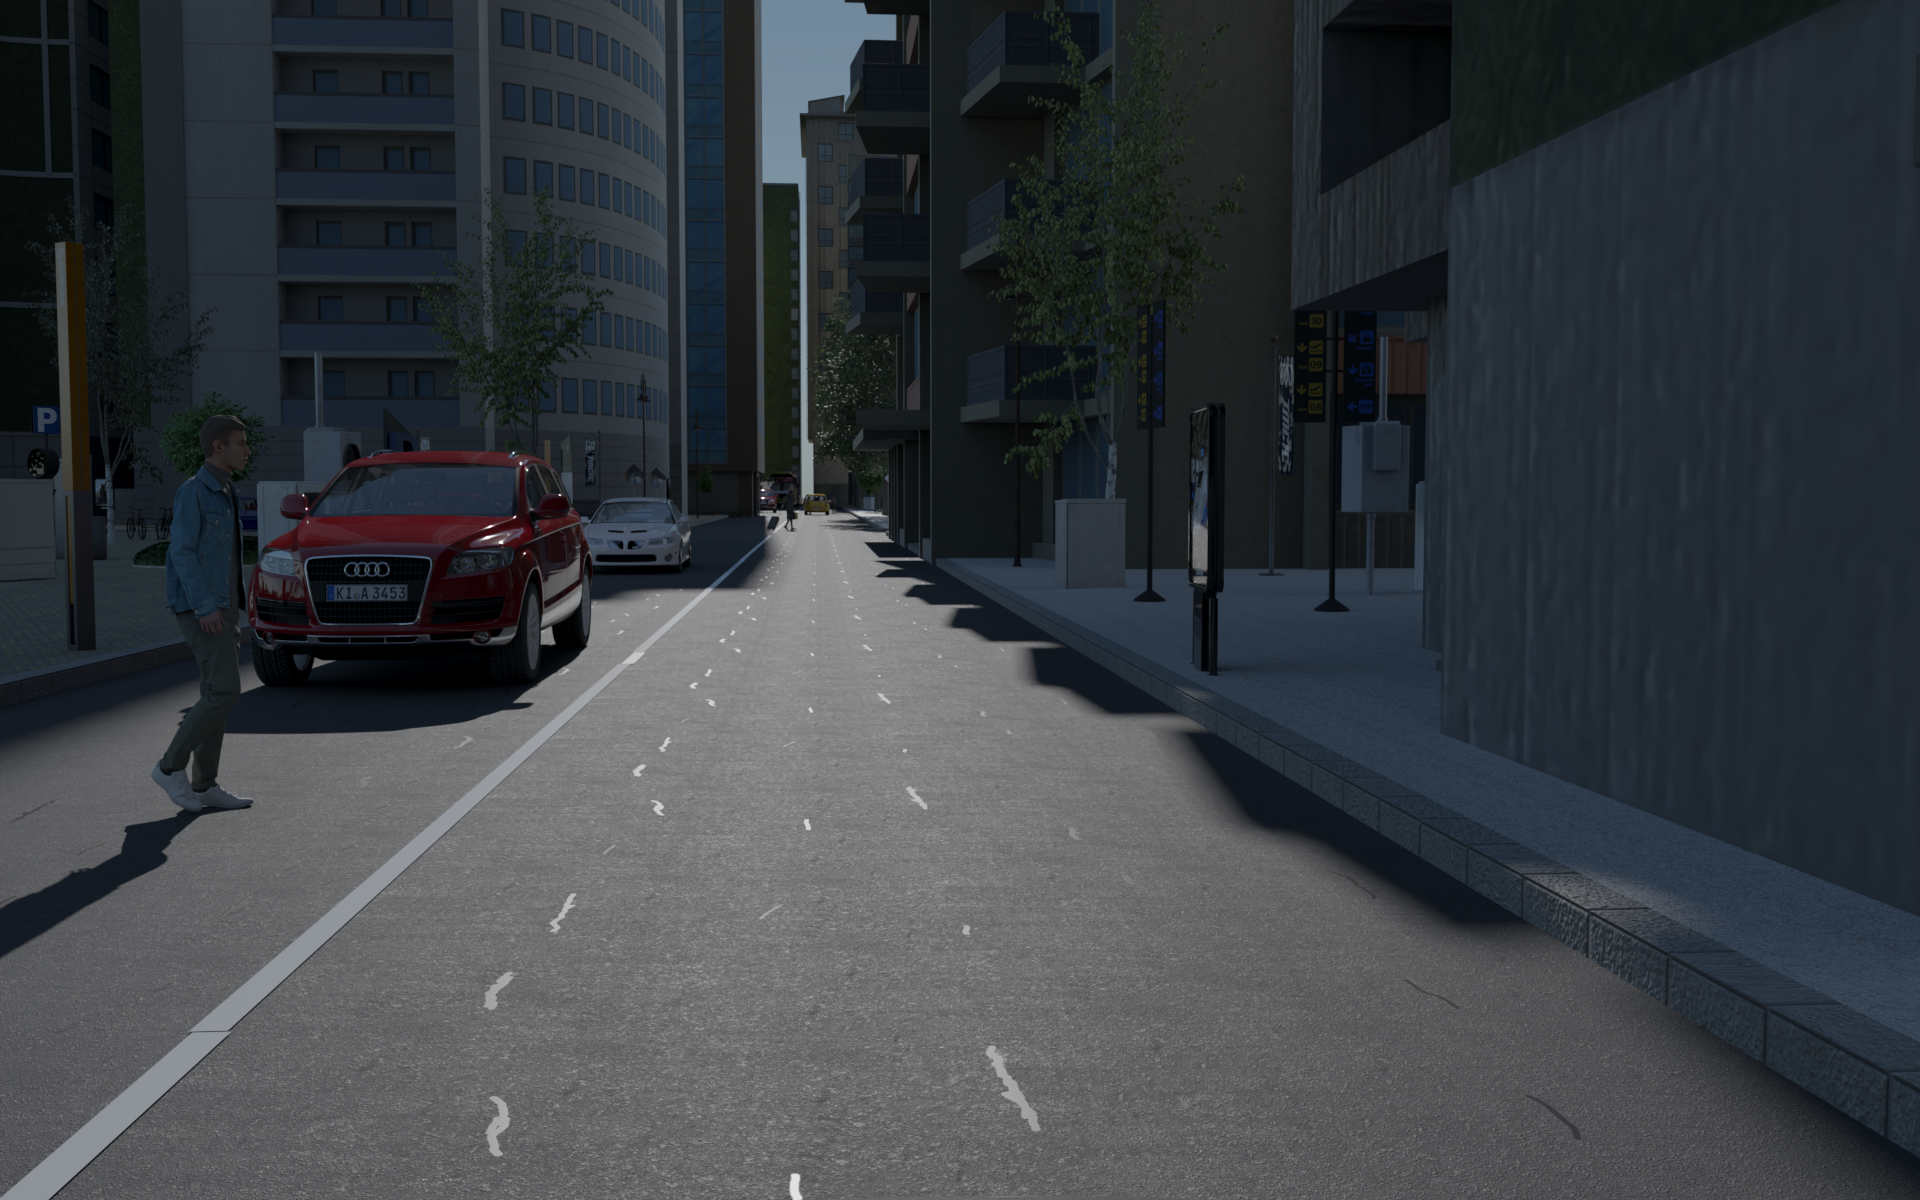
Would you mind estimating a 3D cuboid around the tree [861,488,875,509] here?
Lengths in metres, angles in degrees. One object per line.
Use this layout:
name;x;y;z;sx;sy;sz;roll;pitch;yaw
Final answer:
tree;-7.914;-9.414;148.512;1.663;3.219;1.824;0;3;0

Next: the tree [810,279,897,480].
tree;-2.864;-10.246;84.527;9.611;12.733;9.660;0;3;0

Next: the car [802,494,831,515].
car;-9.876;-6.666;119.207;2.015;1.641;3.980;0;4;-6

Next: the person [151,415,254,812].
person;-3.414;0.063;7.817;0.444;1.785;0.601;0;4;0

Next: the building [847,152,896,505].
building;-6.650;-32.214;210.292;14.154;41.232;14.086;0;4;-5

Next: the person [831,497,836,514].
person;-9.167;-6.845;125.084;0.362;1.253;0.373;0;4;-4

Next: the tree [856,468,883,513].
tree;-6.406;-9.214;134.363;4.285;4.588;4.351;0;3;0

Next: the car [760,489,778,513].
car;-15.087;-7.598;132.902;2.281;1.827;5.304;0;4;-6

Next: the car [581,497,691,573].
car;-6.134;-1.259;32.946;2.083;1.381;4.827;0;4;-5

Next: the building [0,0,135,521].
building;-47.032;-38.746;71.756;20.611;71.187;20.563;0;4;-5

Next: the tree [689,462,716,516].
tree;-15.263;-6.703;104.192;1.663;3.219;1.824;0;3;0

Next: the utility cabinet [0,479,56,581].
utility cabinet;-13.994;-1.039;25.665;0.318;1.500;1.173;1;4;14

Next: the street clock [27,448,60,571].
street clock;-14.514;-1.401;27.472;0.471;2.002;0.358;2;4;25

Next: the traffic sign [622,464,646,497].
traffic sign;-10.876;-3.313;57.815;0.795;2.450;0.064;0;4;-5

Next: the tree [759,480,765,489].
tree;-23.541;-12.575;200.196;1.663;3.219;1.824;0;3;0

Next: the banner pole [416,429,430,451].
banner pole;-20.670;-4.685;66.623;0.863;3.779;0.401;2;4;27

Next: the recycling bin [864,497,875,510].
recycling bin;-7.264;-7.730;138.932;0.722;1.027;0.722;2;4;24

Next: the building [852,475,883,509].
building;3.799;-19.613;165.709;27.650;21.520;28.899;0;4;-5

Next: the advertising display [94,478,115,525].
advertising display;-35.119;-4.032;71.135;0.974;1.923;0.123;1;4;22

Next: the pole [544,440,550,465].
pole;-15.603;-4.387;65.571;0.158;3.312;0.155;0;3;0

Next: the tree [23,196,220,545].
tree;-21.295;-5.706;43.657;4.360;8.622;3.978;0;3;0

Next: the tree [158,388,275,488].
tree;-23.122;-4.291;53.869;4.285;4.588;4.351;0;3;0

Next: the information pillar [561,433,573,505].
information pillar;-15.148;-4.612;66.765;0.504;3.616;0.183;2;4;27

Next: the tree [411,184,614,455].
tree;-10.301;-5.510;40.455;4.737;8.622;4.395;0;3;0

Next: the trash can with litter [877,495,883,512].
trash can with litter;-5.009;-6.862;123.248;2.233;1.210;1.678;0;4;5

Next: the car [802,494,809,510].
car;-13.690;-9.237;160.810;2.009;1.686;4.222;0;4;-4

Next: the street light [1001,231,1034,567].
street light;1.012;-3.525;30.428;0.468;5.910;1.993;0;4;-5

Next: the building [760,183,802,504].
building;-28.110;-33.396;229.611;14.086;41.232;14.154;0;4;-5

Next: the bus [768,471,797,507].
bus;-19.334;-12.119;189.699;2.896;3.916;12.252;0;4;-4

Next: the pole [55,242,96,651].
pole;-7.233;-1.243;14.163;0.158;3.312;0.155;0;3;0

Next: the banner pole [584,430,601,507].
banner pole;-14.405;-4.786;68.275;0.863;3.779;0.401;1;4;13

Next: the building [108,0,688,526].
building;-24.800;-33.026;81.976;21.231;58.520;28.212;0;4;-5

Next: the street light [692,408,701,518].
street light;-14.181;-7.380;93.458;0.468;5.910;1.993;0;4;-5

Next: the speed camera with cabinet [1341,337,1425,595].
speed camera with cabinet;5.953;-1.708;22.258;2.038;3.252;0.660;-1;4;-15

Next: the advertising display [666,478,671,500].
advertising display;-11.918;-4.013;70.825;0.123;1.923;0.974;0;4;-6

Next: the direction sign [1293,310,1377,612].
direction sign;4.079;-1.645;18.896;0.876;3.537;0.379;1;4;8

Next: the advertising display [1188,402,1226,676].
advertising display;1.790;-0.453;12.620;0.123;1.923;0.974;0;4;0

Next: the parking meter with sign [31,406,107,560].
parking meter with sign;-17.452;-2.310;34.037;1.738;3.016;0.543;2;4;31

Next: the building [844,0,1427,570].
building;8.335;-23.708;42.245;22.147;44.769;28.867;0;4;-5

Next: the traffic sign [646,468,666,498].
traffic sign;-11.533;-3.800;65.773;0.795;2.450;0.064;0;4;-5

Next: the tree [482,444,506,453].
tree;-17.936;-4.398;66.507;1.663;3.219;1.824;0;3;0

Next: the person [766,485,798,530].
person;-7.017;-3.667;68.667;1.509;1.804;0.699;-3;5;-40

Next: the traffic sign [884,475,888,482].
traffic sign;-2.517;-3.844;66.494;0.795;2.450;0.064;0;4;-5

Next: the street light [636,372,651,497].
street light;-12.024;-5.696;65.923;0.468;5.910;1.993;0;4;-5

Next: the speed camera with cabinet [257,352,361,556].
speed camera with cabinet;-8.828;-1.789;23.579;0.660;3.252;2.038;0;4;5

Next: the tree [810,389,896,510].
tree;-8.408;-13.217;141.847;9.928;11.665;9.643;0;3;0

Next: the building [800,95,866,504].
building;-7.965;-39.676;237.934;27.495;52.752;28.713;0;4;-5

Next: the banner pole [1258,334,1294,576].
banner pole;5.065;-2.285;27.382;0.401;3.779;0.863;3;5;41

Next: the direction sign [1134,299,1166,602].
direction sign;2.270;-1.751;20.633;0.379;3.537;0.876;-1;4;-14

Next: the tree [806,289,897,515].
tree;-4.299;-12.061;103.858;9.857;13.997;8.962;0;3;0

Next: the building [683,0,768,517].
building;-19.928;-28.252;112.030;14.600;45.320;14.200;0;4;-5

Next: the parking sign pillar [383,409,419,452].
parking sign pillar;-17.742;-4.081;55.188;1.447;3.967;1.447;1;4;23

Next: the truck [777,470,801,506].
truck;-20.207;-13.154;203.986;2.839;4.237;11.283;0;4;-3

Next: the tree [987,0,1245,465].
tree;2.240;-4.612;25.772;4.737;8.622;4.395;0;3;0

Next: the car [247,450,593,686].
car;-4.381;-0.369;14.714;2.281;1.827;5.304;0;4;-5

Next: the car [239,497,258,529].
car;-24.886;-2.996;61.569;3.894;1.354;1.945;0;4;-3

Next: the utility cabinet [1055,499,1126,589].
utility cabinet;1.785;-0.769;23.731;1.020;1.237;0.306;-2;4;-34

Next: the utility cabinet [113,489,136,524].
utility cabinet;-35.580;-3.976;73.689;0.318;1.500;1.173;2;4;31

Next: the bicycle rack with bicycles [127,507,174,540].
bicycle rack with bicycles;-22.094;-2.181;49.037;2.852;0.926;2.925;-3;4;-36

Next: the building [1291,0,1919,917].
building;9.400;-14.638;11.033;14.160;30.474;14.107;0;4;-5
